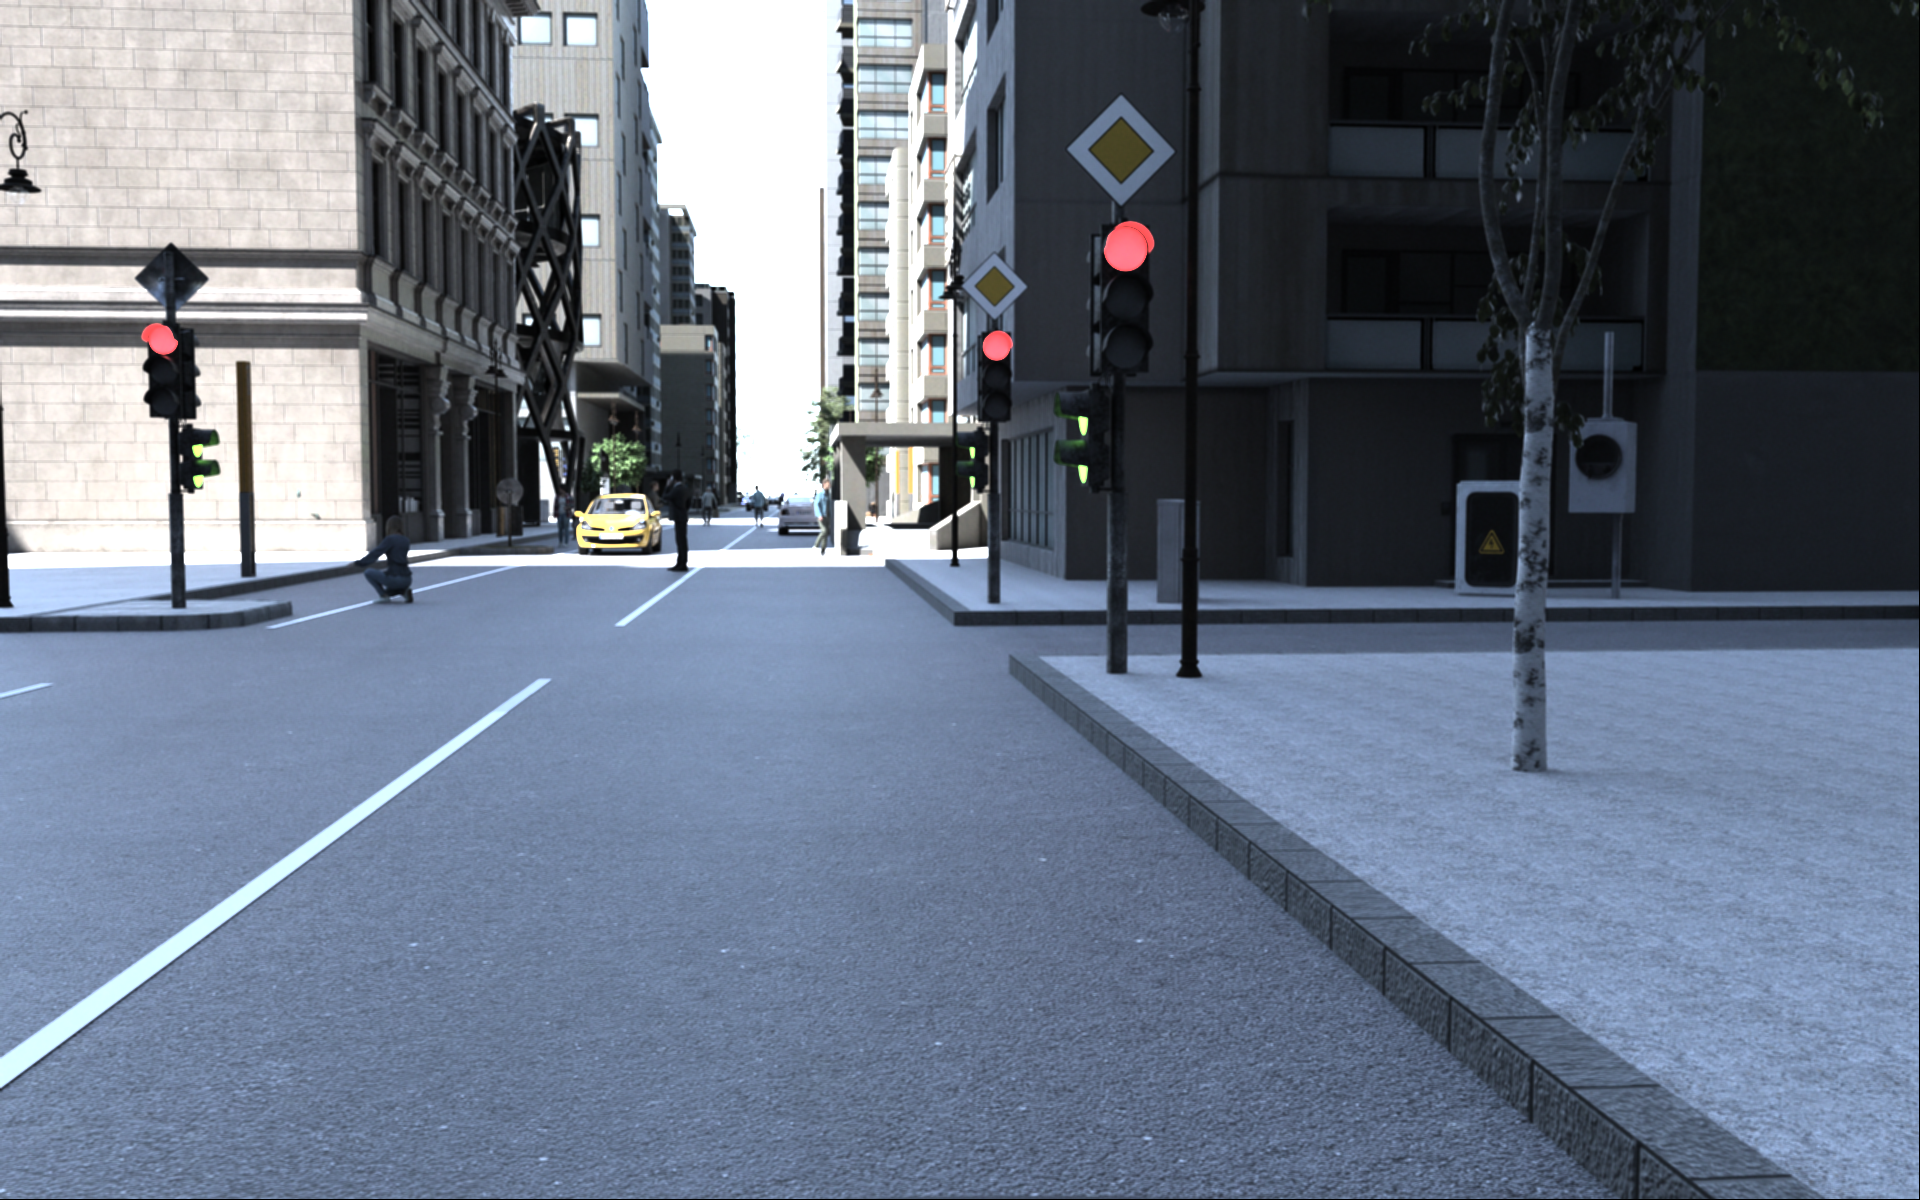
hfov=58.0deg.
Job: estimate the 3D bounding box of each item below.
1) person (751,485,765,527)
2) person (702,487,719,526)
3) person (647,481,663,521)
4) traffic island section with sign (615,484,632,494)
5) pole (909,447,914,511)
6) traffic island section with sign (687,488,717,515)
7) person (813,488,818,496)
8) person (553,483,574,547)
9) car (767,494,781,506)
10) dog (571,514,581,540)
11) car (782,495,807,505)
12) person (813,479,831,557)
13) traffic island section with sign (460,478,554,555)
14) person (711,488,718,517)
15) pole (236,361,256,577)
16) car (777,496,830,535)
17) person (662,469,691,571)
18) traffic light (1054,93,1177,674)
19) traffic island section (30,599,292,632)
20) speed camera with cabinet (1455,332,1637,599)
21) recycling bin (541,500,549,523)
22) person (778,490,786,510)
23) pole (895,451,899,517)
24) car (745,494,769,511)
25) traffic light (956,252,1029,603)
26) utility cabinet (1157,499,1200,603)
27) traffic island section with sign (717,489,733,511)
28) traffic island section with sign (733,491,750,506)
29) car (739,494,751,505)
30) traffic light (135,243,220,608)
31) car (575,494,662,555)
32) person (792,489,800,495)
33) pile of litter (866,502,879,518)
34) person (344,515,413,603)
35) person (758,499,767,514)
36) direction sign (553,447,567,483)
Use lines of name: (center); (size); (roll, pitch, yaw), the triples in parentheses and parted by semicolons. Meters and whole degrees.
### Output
person: (-8.822, -4.110, 75.566); (0.638, 1.841, 0.748); (0, 4, -8)
person: (-11.297, -4.243, 78.364); (0.782, 1.767, 0.515); (-2, 4, -26)
person: (-7.830, -2.174, 44.601); (0.362, 1.759, 0.519); (-2, 4, -32)
traffic island section with sign: (-13.350, -3.684, 68.857); (1.989, 1.847, 2.006); (0, 4, -5)
pole: (-1.902, -4.507, 67.526); (0.158, 3.312, 0.155); (0, 3, 0)
traffic island section with sign: (-17.923, -6.733, 118.718); (1.989, 1.847, 2.006); (0, 4, -5)
person: (-9.586, -6.537, 115.521); (0.705, 1.807, 1.348); (0, 4, 7)
person: (-10.733, -2.300, 46.939); (0.563, 1.720, 0.643); (0, 4, 5)
car: (-22.614, -12.244, 209.980); (2.009, 1.686, 4.222); (0, 4, -4)
dog: (-11.867, -2.298, 54.405); (0.800, 0.831, 0.513); (1, 4, 18)
car: (-10.060, -5.843, 107.892); (2.083, 1.381, 4.827); (0, 4, -4)
person: (-3.145, -1.887, 39.701); (0.444, 1.785, 0.601); (2, 4, 35)
traffic island section with sign: (-10.865, -2.024, 41.717); (1.989, 1.847, 2.006); (0, 4, -5)
person: (-15.704, -6.232, 110.524); (0.705, 1.807, 1.348); (1, 4, 14)
pole: (-11.021, -2.012, 26.732); (0.158, 3.312, 0.155); (0, 3, 0)
car: (-5.557, -3.053, 62.283); (2.083, 1.381, 4.827); (0, 4, -4)
person: (-5.274, -1.488, 32.187); (0.474, 1.900, 0.648); (0, 4, 2)
traffic light: (1.107, -1.431, 12.317); (0.839, 4.253, 0.868); (0, 4, -5)
traffic island section: (-8.834, 0.167, 19.548); (2.009, 0.180, 2.903); (0, 4, -5)
speed camera with cabinet: (7.240, -1.657, 21.434); (2.038, 3.252, 0.660); (2, 4, 32)
recycling bin: (-18.973, -3.995, 77.875); (0.722, 1.027, 0.722); (3, 5, 40)
person: (-16.157, -9.107, 157.272); (0.709, 1.838, 0.599); (-2, 4, -26)
pole: (-2.962, -5.389, 81.946); (0.158, 3.312, 0.155); (0, 3, 0)
car: (-17.230, -8.402, 147.154); (2.009, 1.686, 4.222); (0, 4, -4)
traffic light: (0.379, -1.917, 20.269); (0.839, 4.253, 0.868); (0, 4, -5)
utility cabinet: (2.633, -0.589, 20.788); (0.306, 1.237, 1.020); (1, 4, 21)
traffic island section with sign: (-20.380, -8.375, 145.561); (1.989, 1.847, 2.006); (0, 4, -5)
traffic island section with sign: (-25.493, -11.790, 201.396); (1.989, 1.847, 2.006); (0, 4, -5)
car: (-26.742, -12.698, 217.205); (1.945, 1.707, 3.694); (0, 4, -3)
traffic light: (-8.793, -1.865, 19.417); (0.839, 4.253, 0.868); (0, 4, -5)
car: (-8.206, -1.936, 41.872); (2.015, 1.641, 3.980); (0, 4, -5)
person: (-12.281, -7.421, 129.918); (1.350, 1.814, 0.705); (1, 4, 9)
pile of litter: (-5.032, -4.955, 94.979); (1.176, 0.858, 1.719); (-1, 4, -9)
person: (-7.606, -0.538, 22.787); (0.738, 1.151, 1.012); (2, 4, 32)
person: (-14.361, -7.051, 124.501); (0.721, 1.743, 1.217); (3, 5, 40)
direction sign: (-19.098, -5.561, 82.914); (0.876, 3.537, 0.379); (1, 4, 20)
